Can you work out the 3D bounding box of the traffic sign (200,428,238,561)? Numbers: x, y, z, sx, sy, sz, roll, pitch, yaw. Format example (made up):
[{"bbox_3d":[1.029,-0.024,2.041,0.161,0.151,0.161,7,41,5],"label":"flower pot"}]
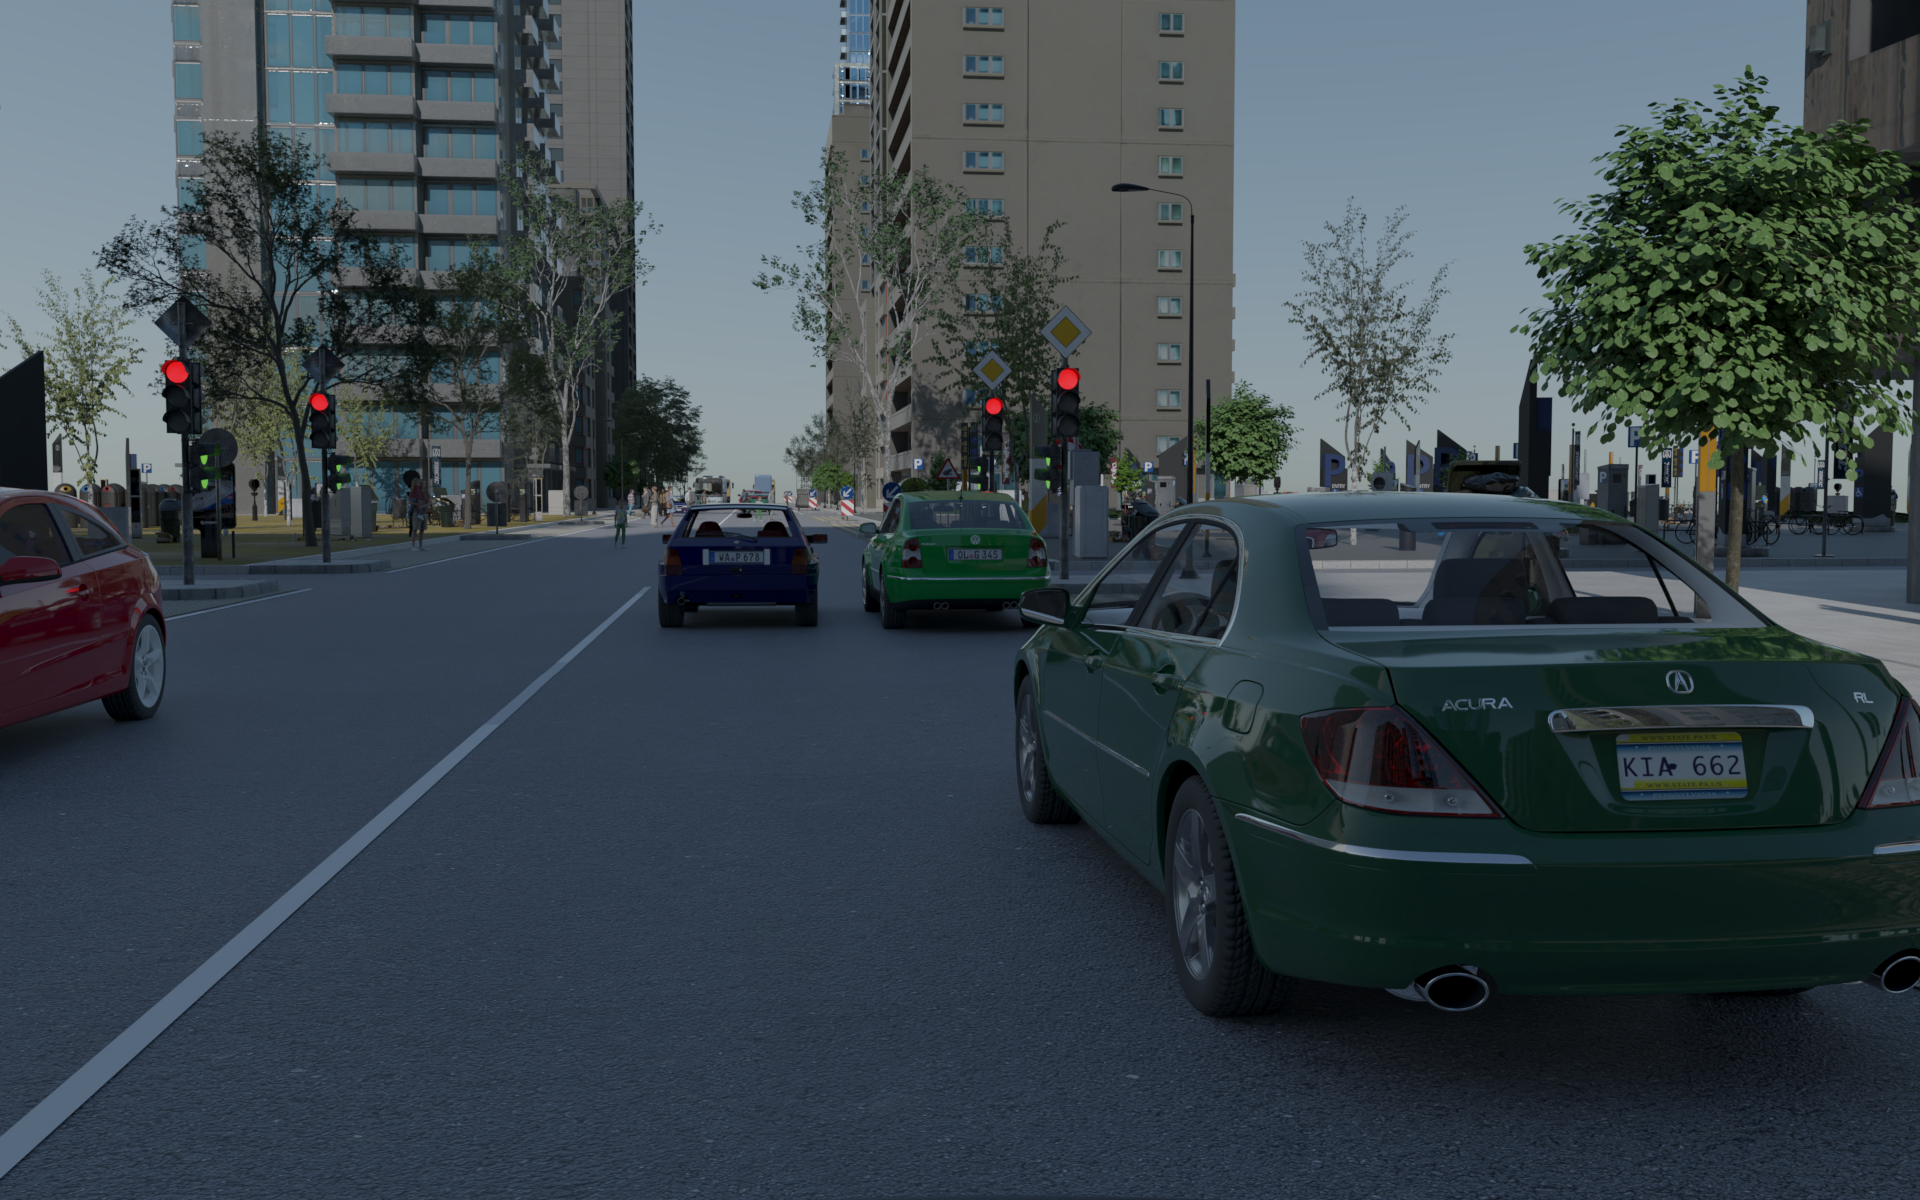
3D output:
[{"bbox_3d":[-14.290,-2.034,33.366,0.768,2.556,0.104,0,4,-3],"label":"traffic sign"}]

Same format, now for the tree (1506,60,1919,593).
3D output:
[{"bbox_3d":[5.958,-1.801,13.167,4.285,4.588,4.351,0,3,0],"label":"tree"}]

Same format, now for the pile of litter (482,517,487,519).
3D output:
[{"bbox_3d":[-24.296,-4.684,90.550,1.176,0.858,1.719,-3,5,-39],"label":"pile of litter"}]

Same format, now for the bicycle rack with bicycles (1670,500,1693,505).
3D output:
[{"bbox_3d":[46.596,-5.968,110.954,2.925,0.926,2.852,1,4,16],"label":"bicycle rack with bicycles"}]

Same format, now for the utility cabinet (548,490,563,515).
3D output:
[{"bbox_3d":[-24.287,-5.883,104.859,1.173,1.500,0.318,0,4,3],"label":"utility cabinet"}]

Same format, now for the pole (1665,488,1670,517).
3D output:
[{"bbox_3d":[36.280,-5.809,88.820,0.158,3.312,0.155,0,3,0],"label":"pole"}]

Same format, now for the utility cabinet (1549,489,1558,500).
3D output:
[{"bbox_3d":[28.074,-4.484,81.987,1.173,1.500,0.318,1,4,21],"label":"utility cabinet"}]

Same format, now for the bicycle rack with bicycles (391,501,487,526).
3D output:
[{"bbox_3d":[-21.601,-3.527,71.042,2.925,0.926,2.852,1,4,21],"label":"bicycle rack with bicycles"}]

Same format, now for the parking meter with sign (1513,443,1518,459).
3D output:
[{"bbox_3d":[18.770,-3.777,58.016,0.543,3.016,1.738,1,4,19],"label":"parking meter with sign"}]

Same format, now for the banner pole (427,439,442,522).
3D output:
[{"bbox_3d":[-24.017,-5.445,79.044,0.401,3.779,0.863,3,5,41],"label":"banner pole"}]

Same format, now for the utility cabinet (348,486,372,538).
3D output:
[{"bbox_3d":[-17.551,-2.577,50.805,0.318,1.500,1.173,-2,4,-34],"label":"utility cabinet"}]

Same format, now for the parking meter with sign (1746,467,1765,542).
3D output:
[{"bbox_3d":[21.266,-3.093,46.823,0.543,3.016,1.738,2,4,33],"label":"parking meter with sign"}]

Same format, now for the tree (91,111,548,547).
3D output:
[{"bbox_3d":[-16.153,-6.602,42.350,7.601,10.594,8.767,3,4,39],"label":"tree"}]

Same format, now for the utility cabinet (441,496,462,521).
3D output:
[{"bbox_3d":[-22.262,-3.957,75.865,0.306,1.237,1.020,2,4,24],"label":"utility cabinet"}]

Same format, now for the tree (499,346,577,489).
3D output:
[{"bbox_3d":[-21.069,-8.319,86.384,4.360,8.622,3.978,0,3,0],"label":"tree"}]

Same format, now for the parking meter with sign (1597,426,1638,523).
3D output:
[{"bbox_3d":[16.591,-2.925,44.092,1.738,3.016,0.543,-2,4,-24],"label":"parking meter with sign"}]

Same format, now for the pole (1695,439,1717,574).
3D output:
[{"bbox_3d":[7.696,-1.468,17.844,0.158,3.312,0.155,0,3,0],"label":"pole"}]

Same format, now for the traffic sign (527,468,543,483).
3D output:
[{"bbox_3d":[-20.435,-5.092,83.364,0.768,2.556,0.104,0,4,-2],"label":"traffic sign"}]

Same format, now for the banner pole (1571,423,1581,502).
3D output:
[{"bbox_3d":[21.533,-4.320,60.642,0.401,3.779,0.863,0,4,-4],"label":"banner pole"}]

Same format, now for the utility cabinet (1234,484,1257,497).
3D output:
[{"bbox_3d":[6.197,-1.766,37.561,0.318,1.500,1.173,0,4,0],"label":"utility cabinet"}]

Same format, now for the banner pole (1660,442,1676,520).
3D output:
[{"bbox_3d":[33.738,-5.644,82.299,0.863,3.779,0.401,1,4,13],"label":"banner pole"}]

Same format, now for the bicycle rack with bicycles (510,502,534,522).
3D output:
[{"bbox_3d":[-21.450,-4.176,81.657,2.925,0.926,2.852,-1,4,-14],"label":"bicycle rack with bicycles"}]

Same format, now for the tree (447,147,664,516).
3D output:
[{"bbox_3d":[-23.683,-14.780,97.537,12.611,20.169,13.585,0,3,0],"label":"tree"}]

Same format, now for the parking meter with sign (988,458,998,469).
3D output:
[{"bbox_3d":[1.019,-5.229,81.757,0.543,3.016,1.738,3,5,43],"label":"parking meter with sign"}]

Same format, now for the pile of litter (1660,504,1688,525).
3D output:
[{"bbox_3d":[30.218,-3.638,73.441,1.719,0.858,1.176,-2,4,-35],"label":"pile of litter"}]

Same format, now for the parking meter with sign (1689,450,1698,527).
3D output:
[{"bbox_3d":[29.024,-4.361,67.563,0.543,3.016,1.738,0,4,1],"label":"parking meter with sign"}]

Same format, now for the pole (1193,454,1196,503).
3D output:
[{"bbox_3d":[8.393,-4.187,62.305,0.158,3.312,0.155,0,3,0],"label":"pole"}]

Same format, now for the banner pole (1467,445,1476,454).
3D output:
[{"bbox_3d":[26.128,-6.032,88.645,0.863,3.779,0.401,-2,4,-25],"label":"banner pole"}]

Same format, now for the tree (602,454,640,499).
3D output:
[{"bbox_3d":[-27.375,-9.533,139.572,4.285,4.588,4.351,0,3,0],"label":"tree"}]

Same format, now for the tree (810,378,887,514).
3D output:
[{"bbox_3d":[-6.289,-9.678,108.604,4.360,8.622,3.978,0,3,0],"label":"tree"}]

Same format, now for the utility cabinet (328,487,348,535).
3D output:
[{"bbox_3d":[-19.323,-2.762,53.830,0.318,1.500,1.173,-3,5,-41],"label":"utility cabinet"}]

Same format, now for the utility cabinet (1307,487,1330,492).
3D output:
[{"bbox_3d":[11.179,-2.771,53.977,0.318,1.500,1.173,2,4,33],"label":"utility cabinet"}]

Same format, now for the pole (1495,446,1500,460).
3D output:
[{"bbox_3d":[22.594,-4.833,72.867,0.158,3.312,0.155,0,3,0],"label":"pole"}]

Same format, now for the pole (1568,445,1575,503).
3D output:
[{"bbox_3d":[25.201,-4.744,71.401,0.158,3.312,0.155,0,3,0],"label":"pole"}]

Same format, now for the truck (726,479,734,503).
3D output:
[{"bbox_3d":[-31.244,-14.064,225.862,3.469,3.379,9.791,0,4,-8],"label":"truck"}]

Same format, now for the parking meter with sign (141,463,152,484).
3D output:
[{"bbox_3d":[-46.871,-6.291,99.117,1.738,3.016,0.543,3,5,42],"label":"parking meter with sign"}]

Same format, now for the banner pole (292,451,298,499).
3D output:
[{"bbox_3d":[-38.998,-6.824,101.588,0.401,3.779,0.863,-3,5,-43],"label":"banner pole"}]

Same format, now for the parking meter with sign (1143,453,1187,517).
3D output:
[{"bbox_3d":[8.733,-4.712,73.304,1.738,3.016,0.543,2,4,27],"label":"parking meter with sign"}]

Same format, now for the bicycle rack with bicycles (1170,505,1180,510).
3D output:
[{"bbox_3d":[8.331,-2.785,58.922,2.852,0.926,2.925,0,4,2],"label":"bicycle rack with bicycles"}]

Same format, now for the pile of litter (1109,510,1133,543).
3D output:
[{"bbox_3d":[4.264,-1.978,46.298,1.176,0.858,1.719,3,5,41],"label":"pile of litter"}]

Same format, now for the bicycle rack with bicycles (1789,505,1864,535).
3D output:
[{"bbox_3d":[27.337,-2.542,54.944,2.852,0.926,2.925,-2,4,-30],"label":"bicycle rack with bicycles"}]

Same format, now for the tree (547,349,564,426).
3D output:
[{"bbox_3d":[-17.931,-7.918,63.867,8.767,10.594,7.601,3,5,40],"label":"tree"}]

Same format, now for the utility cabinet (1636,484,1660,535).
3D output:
[{"bbox_3d":[15.196,-1.813,38.323,0.318,1.500,1.173,1,4,13],"label":"utility cabinet"}]

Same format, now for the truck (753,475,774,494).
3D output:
[{"bbox_3d":[-26.807,-15.035,235.578,2.967,4.110,18.799,0,4,-6],"label":"truck"}]

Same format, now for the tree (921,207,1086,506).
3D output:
[{"bbox_3d":[1.337,-5.731,44.069,4.737,8.622,4.395,0,3,0],"label":"tree"}]

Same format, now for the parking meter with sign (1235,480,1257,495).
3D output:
[{"bbox_3d":[14.413,-5.500,86.178,1.738,3.016,0.543,-1,4,-22],"label":"parking meter with sign"}]

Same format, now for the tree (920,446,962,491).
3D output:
[{"bbox_3d":[-0.871,-4.519,68.482,1.663,3.219,1.824,0,3,0],"label":"tree"}]

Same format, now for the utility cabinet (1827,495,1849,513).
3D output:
[{"bbox_3d":[40.864,-4.257,80.770,0.306,1.237,1.020,-2,4,-30],"label":"utility cabinet"}]

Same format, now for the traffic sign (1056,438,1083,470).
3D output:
[{"bbox_3d":[2.372,-2.357,38.636,0.768,2.556,0.104,0,4,2],"label":"traffic sign"}]

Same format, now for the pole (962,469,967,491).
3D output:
[{"bbox_3d":[0.160,-4.046,59.991,0.158,3.312,0.155,0,3,0],"label":"pole"}]

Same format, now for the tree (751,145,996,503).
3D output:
[{"bbox_3d":[-4.769,-14.605,94.684,12.611,20.169,13.585,0,3,0],"label":"tree"}]

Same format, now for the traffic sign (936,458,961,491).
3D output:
[{"bbox_3d":[-0.422,-3.755,61.399,0.884,2.594,0.081,0,4,1],"label":"traffic sign"}]

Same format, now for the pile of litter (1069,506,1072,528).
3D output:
[{"bbox_3d":[4.437,-3.169,65.784,1.176,0.858,1.719,-1,4,-19],"label":"pile of litter"}]

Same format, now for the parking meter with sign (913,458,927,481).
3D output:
[{"bbox_3d":[-1.700,-5.431,85.059,0.543,3.016,1.738,1,4,23],"label":"parking meter with sign"}]

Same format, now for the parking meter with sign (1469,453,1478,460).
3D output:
[{"bbox_3d":[20.987,-4.712,73.304,1.738,3.016,0.543,-1,4,-15],"label":"parking meter with sign"}]

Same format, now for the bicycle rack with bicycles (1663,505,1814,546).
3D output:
[{"bbox_3d":[19.307,-1.860,43.786,2.925,0.926,2.852,0,4,-5],"label":"bicycle rack with bicycles"}]

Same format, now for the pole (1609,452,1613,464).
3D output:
[{"bbox_3d":[31.394,-5.489,83.585,0.158,3.312,0.155,0,3,0],"label":"pole"}]

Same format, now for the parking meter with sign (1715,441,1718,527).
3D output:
[{"bbox_3d":[25.831,-3.744,57.470,1.738,3.016,0.543,-1,4,-13],"label":"parking meter with sign"}]

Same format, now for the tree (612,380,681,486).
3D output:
[{"bbox_3d":[-31.729,-15.523,171.928,7.486,12.596,7.792,0,3,0],"label":"tree"}]

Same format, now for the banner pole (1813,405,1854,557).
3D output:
[{"bbox_3d":[17.975,-2.783,35.525,0.863,3.779,0.401,-1,4,-13],"label":"banner pole"}]
